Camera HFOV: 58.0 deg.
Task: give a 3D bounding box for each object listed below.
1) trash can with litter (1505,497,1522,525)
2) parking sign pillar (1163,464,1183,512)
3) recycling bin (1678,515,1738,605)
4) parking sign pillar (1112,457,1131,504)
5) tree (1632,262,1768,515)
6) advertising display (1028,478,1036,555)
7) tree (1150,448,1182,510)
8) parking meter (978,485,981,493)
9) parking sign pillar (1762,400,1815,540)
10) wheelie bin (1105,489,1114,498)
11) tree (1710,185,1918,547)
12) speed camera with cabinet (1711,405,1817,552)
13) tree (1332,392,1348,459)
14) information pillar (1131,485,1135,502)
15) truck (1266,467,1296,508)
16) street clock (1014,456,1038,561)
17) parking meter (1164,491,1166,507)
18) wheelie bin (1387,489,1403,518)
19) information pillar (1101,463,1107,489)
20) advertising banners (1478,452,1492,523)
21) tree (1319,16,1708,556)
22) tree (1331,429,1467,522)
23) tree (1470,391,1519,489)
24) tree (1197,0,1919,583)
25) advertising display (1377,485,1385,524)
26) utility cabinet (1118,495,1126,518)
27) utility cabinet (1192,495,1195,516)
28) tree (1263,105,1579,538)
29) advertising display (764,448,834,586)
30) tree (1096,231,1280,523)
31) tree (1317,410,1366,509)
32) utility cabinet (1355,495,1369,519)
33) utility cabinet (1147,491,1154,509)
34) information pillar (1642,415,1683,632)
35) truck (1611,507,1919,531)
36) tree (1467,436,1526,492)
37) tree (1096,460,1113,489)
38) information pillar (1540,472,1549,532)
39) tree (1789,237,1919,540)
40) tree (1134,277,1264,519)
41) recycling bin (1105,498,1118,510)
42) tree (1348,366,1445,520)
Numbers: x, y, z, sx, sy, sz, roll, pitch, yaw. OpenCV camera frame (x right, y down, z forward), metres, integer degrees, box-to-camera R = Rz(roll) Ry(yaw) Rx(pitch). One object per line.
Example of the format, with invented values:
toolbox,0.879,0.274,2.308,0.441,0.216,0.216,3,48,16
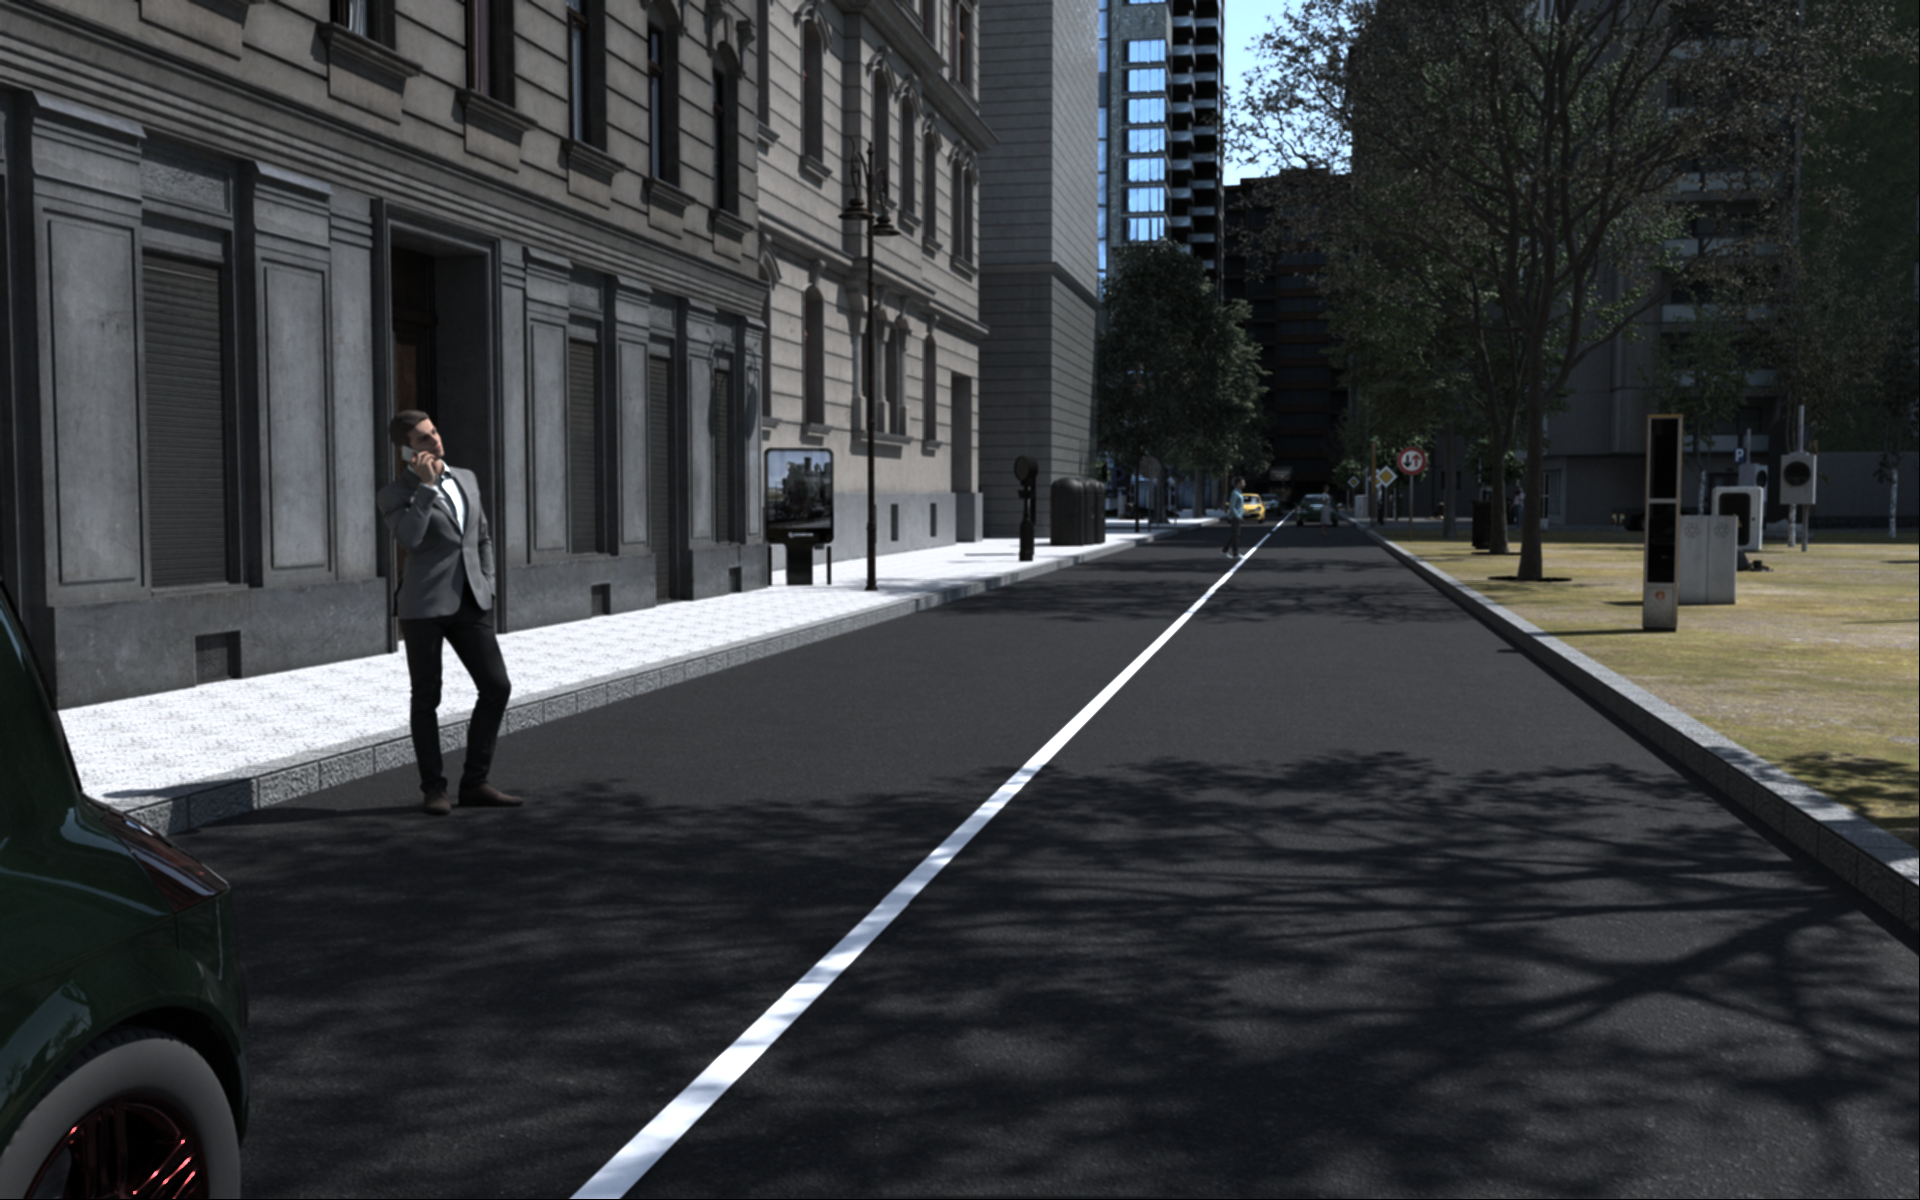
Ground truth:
trash can with litter,23.253,-3.749,72.689,1.055,1.170,0.624,-1,4,-10
parking sign pillar,15.611,-8.471,126.981,1.447,3.967,1.447,0,3,0
recycling bin,8.660,-0.481,20.421,0.722,1.027,0.722,0,4,1
parking sign pillar,11.498,-8.254,123.433,1.447,3.967,1.447,2,4,35
tree,23.820,-6.436,55.589,4.737,8.622,4.395,0,3,0
advertising display,1.514,-1.940,36.936,0.123,1.923,0.974,0,4,-3
tree,14.189,-10.298,118.739,4.737,8.622,4.395,0,3,0
parking meter,0.419,-2.539,49.926,0.372,1.533,0.369,0,3,0
parking sign pillar,23.339,-3.691,48.821,1.447,3.967,1.447,0,4,-7
wheelie bin,10.079,-6.776,118.695,0.980,1.594,0.693,2,4,24
tree,20.492,-5.596,41.865,4.360,8.622,3.978,0,3,0
speed camera with cabinet,18.046,-2.723,38.857,2.038,3.252,0.660,2,4,31
tree,23.037,-8.850,95.057,4.737,8.622,4.395,0,3,0
information pillar,13.765,-8.187,138.351,0.304,2.012,0.304,0,4,-7
truck,33.657,-11.754,181.091,2.839,4.237,11.283,1,4,13
street clock,1.262,-1.743,33.064,0.358,2.002,0.471,-2,4,-35
parking meter,12.618,-6.085,107.895,0.372,1.533,0.369,0,3,0
wheelie bin,23.278,-5.180,92.605,0.693,1.594,0.980,2,4,31
information pillar,10.397,-8.172,124.972,0.504,3.616,0.183,-2,4,-31
advertising banners,22.026,-4.676,72.641,0.090,3.025,2.074,2,4,34
tree,11.478,-6.768,36.411,9.928,11.665,9.643,0,3,0
tree,20.539,-5.961,81.181,4.285,4.588,4.351,0,3,0
tree,30.255,-8.810,94.408,4.360,8.622,3.978,0,3,0
tree,8.595,-7.032,25.345,12.009,13.543,11.850,0,3,0
advertising display,17.735,-4.148,73.041,0.123,1.923,0.974,0,4,2
utility cabinet,8.564,-4.921,91.628,0.306,1.237,1.020,1,4,15
utility cabinet,14.272,-5.665,103.778,0.306,1.237,1.020,2,4,34
tree,14.050,-8.121,50.902,7.486,12.596,7.792,0,3,0
advertising display,-2.261,-1.169,24.321,0.974,1.923,0.123,-1,4,-17
tree,8.638,-9.710,75.762,9.611,12.733,9.660,0,3,0
tree,33.385,-12.205,149.908,4.360,8.622,3.978,0,3,0
utility cabinet,21.149,-4.900,91.278,0.306,1.237,1.020,-1,4,-14
utility cabinet,12.757,-6.465,114.389,0.318,1.500,1.173,3,4,39
information pillar,6.576,-0.717,16.214,0.304,2.012,0.304,1,4,23
truck,32.549,-4.277,59.690,18.799,4.110,2.967,1,4,10
tree,25.967,-6.131,83.961,4.285,4.588,4.351,0,3,0
tree,11.233,-9.774,143.524,4.285,4.588,4.351,0,3,0
information pillar,19.707,-3.311,58.623,0.304,2.012,0.304,3,5,45
tree,27.804,-6.155,50.992,4.360,8.622,3.978,0,3,0
tree,12.461,-10.568,90.918,7.486,12.596,7.792,0,3,0
recycling bin,9.355,-5.834,107.947,0.722,1.027,0.722,-2,4,-33
tree,22.102,-8.342,86.758,4.737,8.622,4.395,0,3,0
